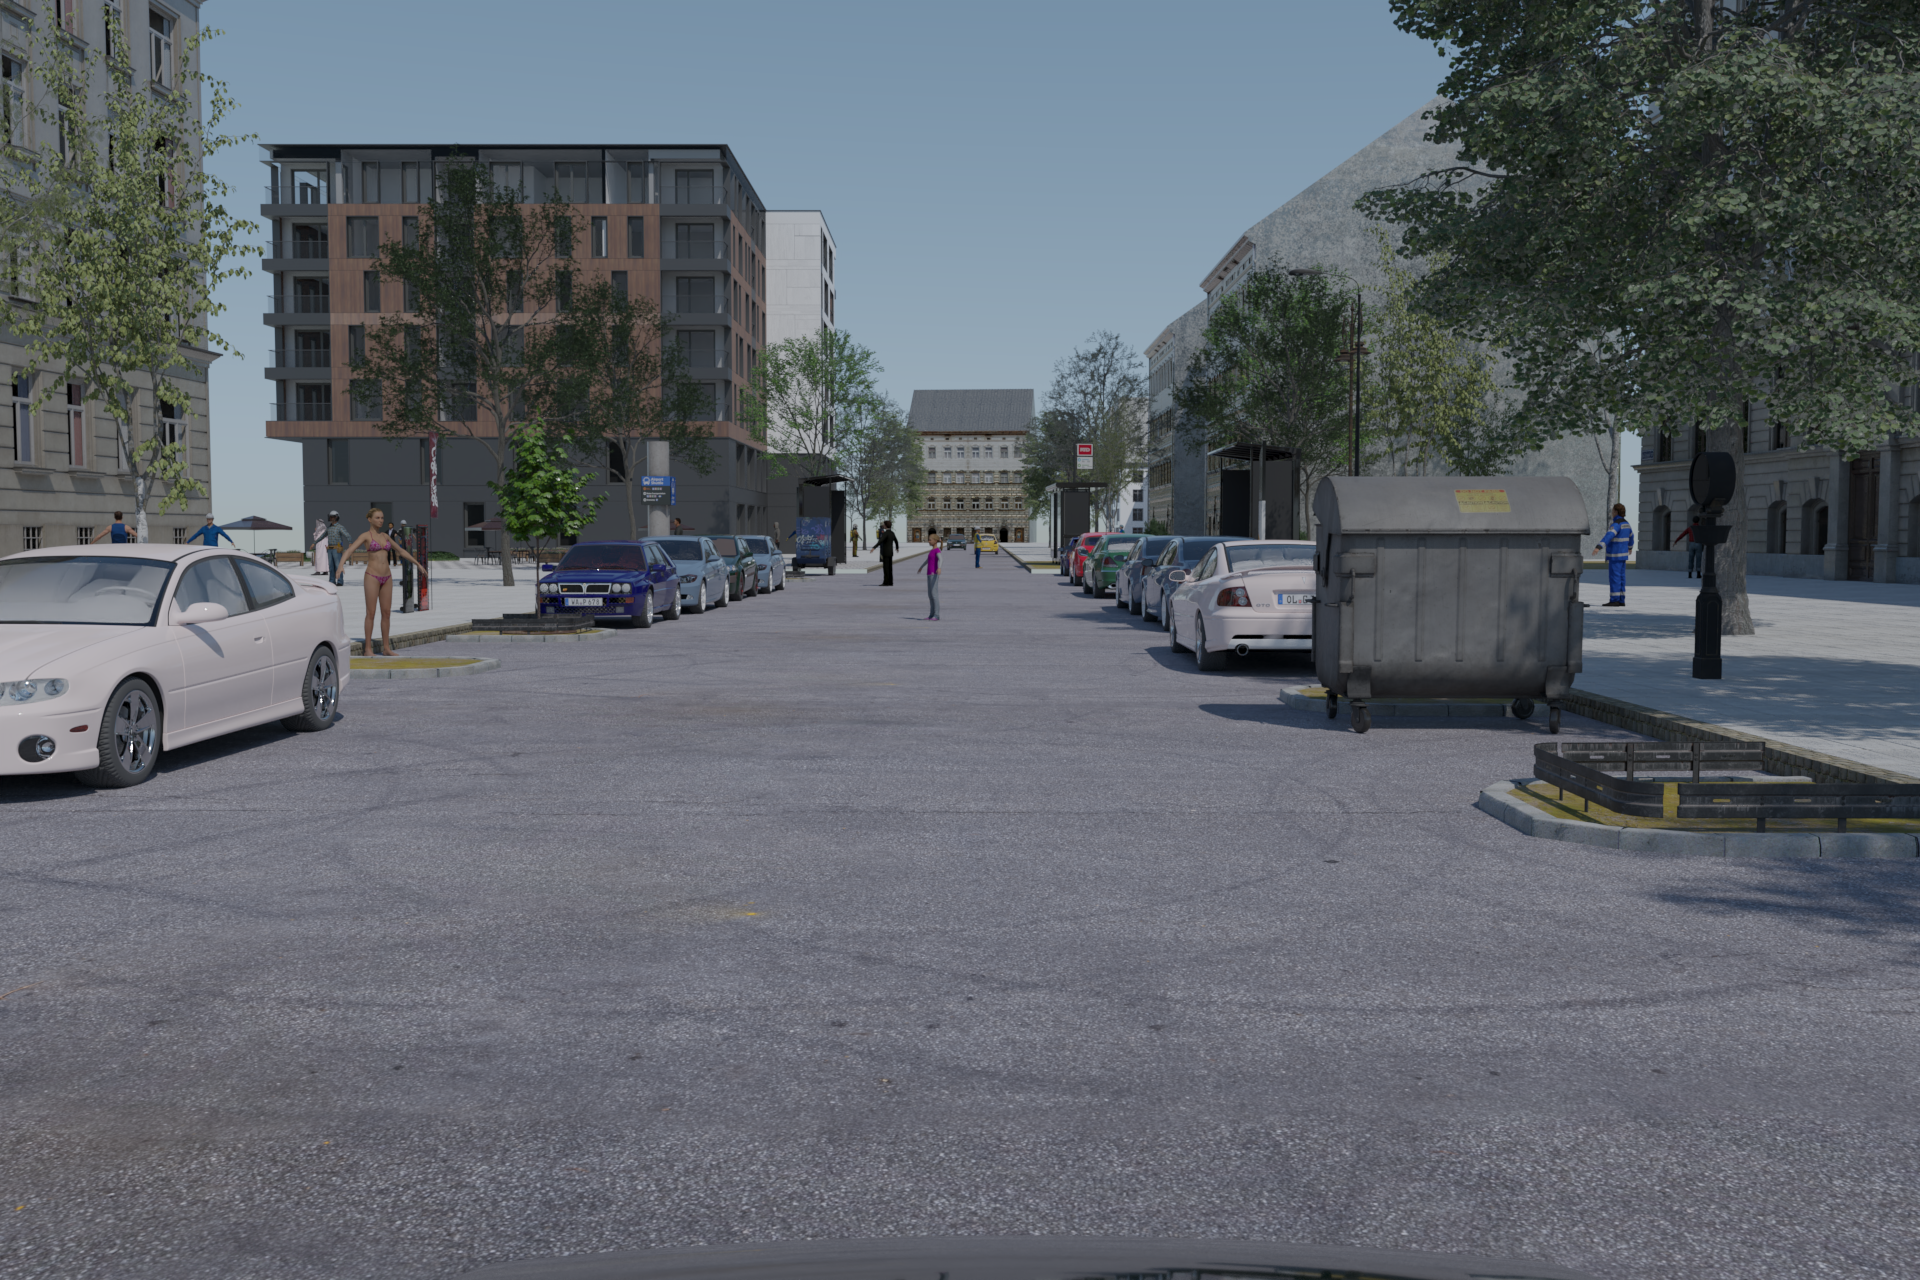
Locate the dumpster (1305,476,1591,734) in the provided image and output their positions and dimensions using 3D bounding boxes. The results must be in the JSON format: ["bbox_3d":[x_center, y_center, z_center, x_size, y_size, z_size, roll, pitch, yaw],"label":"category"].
[{"bbox_3d":[3.589,-0.287,12.905,1.865,1.857,1.264,0,4,1],"label":"dumpster"}]

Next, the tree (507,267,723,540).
[{"bbox_3d":[-11.818,-7.748,61.099,7.601,10.594,8.767,1,4,9],"label":"tree"}]

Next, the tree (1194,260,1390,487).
[{"bbox_3d":[12.780,-8.650,67.189,9.928,11.665,9.643,0,3,0],"label":"tree"}]

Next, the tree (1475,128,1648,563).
[{"bbox_3d":[29.741,-13.594,78.157,12.611,20.169,13.585,0,3,0],"label":"tree"}]

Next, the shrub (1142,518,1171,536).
[{"bbox_3d":[8.431,-4.313,74.929,1.690,2.028,1.600,0,3,0],"label":"shrub"}]

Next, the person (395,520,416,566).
[{"bbox_3d":[-22.600,-3.944,70.342,0.705,1.847,1.347,3,5,41],"label":"person"}]

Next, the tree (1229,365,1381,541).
[{"bbox_3d":[16.335,-9.047,82.331,7.601,10.594,8.767,1,4,9],"label":"tree"}]

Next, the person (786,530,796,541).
[{"bbox_3d":[-8.170,-5.022,88.076,1.349,1.833,0.705,-1,4,-15],"label":"person"}]

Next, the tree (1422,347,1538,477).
[{"bbox_3d":[19.958,-7.165,67.509,4.737,8.622,4.395,0,3,0],"label":"tree"}]

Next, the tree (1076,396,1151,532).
[{"bbox_3d":[7.777,-8.729,93.078,4.360,8.622,3.978,0,3,0],"label":"tree"}]

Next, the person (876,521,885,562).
[{"bbox_3d":[-3.505,-4.461,78.715,0.705,1.856,1.354,-1,4,-18],"label":"person"}]

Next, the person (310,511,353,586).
[{"bbox_3d":[-15.359,-2.242,42.490,1.345,1.849,0.704,2,4,24],"label":"person"}]

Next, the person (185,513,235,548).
[{"bbox_3d":[-20.238,-2.500,46.763,1.347,1.842,0.705,0,4,-6],"label":"person"}]

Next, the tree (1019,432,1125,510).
[{"bbox_3d":[8.997,-12.699,142.043,8.767,10.594,7.601,-1,4,-18],"label":"tree"}]

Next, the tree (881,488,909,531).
[{"bbox_3d":[-7.169,-13.417,169.727,4.360,8.622,3.978,0,3,0],"label":"tree"}]

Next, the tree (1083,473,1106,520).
[{"bbox_3d":[20.175,-21.135,255.932,12.009,13.543,11.850,0,3,0],"label":"tree"}]

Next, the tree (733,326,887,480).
[{"bbox_3d":[-7.346,-9.767,85.446,9.928,11.665,9.643,0,3,0],"label":"tree"}]

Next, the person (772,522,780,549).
[{"bbox_3d":[-8.198,-4.344,77.157,0.705,1.813,1.348,-1,4,-16],"label":"person"}]

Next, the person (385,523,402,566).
[{"bbox_3d":[-22.639,-3.800,68.852,1.216,1.740,0.721,0,4,2],"label":"person"}]

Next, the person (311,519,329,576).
[{"bbox_3d":[-19.821,-2.874,53.696,0.621,1.740,0.551,-1,4,-21],"label":"person"}]

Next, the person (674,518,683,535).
[{"bbox_3d":[-9.397,-3.151,57.581,0.705,1.821,1.348,0,4,-3],"label":"person"}]

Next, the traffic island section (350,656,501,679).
[{"bbox_3d":[-5.930,0.290,18.122,1.991,0.108,1.994,0,4,2],"label":"traffic island section"}]

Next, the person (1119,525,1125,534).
[{"bbox_3d":[8.977,-5.539,96.693,0.704,1.817,1.347,-1,4,-14],"label":"person"}]

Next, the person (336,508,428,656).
[{"bbox_3d":[-6.734,-0.667,20.160,0.721,1.733,1.217,3,4,37],"label":"person"}]

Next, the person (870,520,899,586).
[{"bbox_3d":[-2.012,-2.380,47.553,0.705,1.806,1.347,2,4,31],"label":"person"}]

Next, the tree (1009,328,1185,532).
[{"bbox_3d":[8.220,-11.755,102.557,12.009,13.543,11.850,0,3,0],"label":"tree"}]

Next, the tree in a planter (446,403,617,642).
[{"bbox_3d":[-5.826,-1.628,23.841,1.991,3.239,1.994,0,4,0],"label":"tree in a planter"}]

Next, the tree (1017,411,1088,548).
[{"bbox_3d":[8.604,-14.714,158.695,7.486,12.596,7.792,0,3,0],"label":"tree"}]

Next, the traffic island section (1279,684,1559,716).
[{"bbox_3d":[3.753,0.504,14.621,1.991,0.108,1.994,0,4,2],"label":"traffic island section"}]

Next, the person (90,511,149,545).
[{"bbox_3d":[-19.219,-2.046,39.613,1.345,1.807,0.704,-1,4,-19],"label":"person"}]

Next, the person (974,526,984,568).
[{"bbox_3d":[0.830,-3.891,72.541,0.721,1.772,1.216,-1,4,-10],"label":"person"}]

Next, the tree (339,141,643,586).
[{"bbox_3d":[-11.419,-6.590,42.163,7.601,10.594,8.767,-1,4,-21],"label":"tree"}]

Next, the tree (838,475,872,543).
[{"bbox_3d":[-16.099,-19.861,259.145,7.601,10.594,8.767,0,4,8],"label":"tree"}]

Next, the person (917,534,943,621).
[{"bbox_3d":[-0.496,-1.035,28.647,0.599,1.433,0.991,-1,4,-21],"label":"person"}]

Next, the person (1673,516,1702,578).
[{"bbox_3d":[21.305,-2.693,50.140,1.345,1.816,0.704,3,5,40],"label":"person"}]

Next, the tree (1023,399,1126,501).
[{"bbox_3d":[7.988,-11.273,118.732,7.601,10.594,8.767,-3,5,-44],"label":"tree"}]

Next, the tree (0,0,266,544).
[{"bbox_3d":[-11.382,-4.476,23.541,4.737,8.622,4.395,0,3,0],"label":"tree"}]

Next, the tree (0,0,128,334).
[{"bbox_3d":[-11.993,-4.162,18.405,4.360,8.622,3.978,0,3,0],"label":"tree"}]

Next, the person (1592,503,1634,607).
[{"bbox_3d":[11.594,-1.507,30.611,1.345,1.831,0.704,-3,5,-43],"label":"person"}]

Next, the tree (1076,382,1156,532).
[{"bbox_3d":[7.350,-8.158,83.744,4.360,8.622,3.978,0,3,0],"label":"tree"}]

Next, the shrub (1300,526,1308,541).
[{"bbox_3d":[14.417,-4.395,75.901,1.661,2.075,1.752,0,3,0],"label":"shrub"}]

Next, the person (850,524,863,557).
[{"bbox_3d":[-5.787,-5.509,95.839,0.705,1.858,1.354,-2,4,-29],"label":"person"}]

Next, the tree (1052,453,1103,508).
[{"bbox_3d":[8.493,-10.946,129.335,4.737,8.622,4.395,0,3,0],"label":"tree"}]

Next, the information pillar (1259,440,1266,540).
[{"bbox_3d":[7.559,-3.179,43.338,0.183,3.616,0.504,0,4,1],"label":"information pillar"}]
